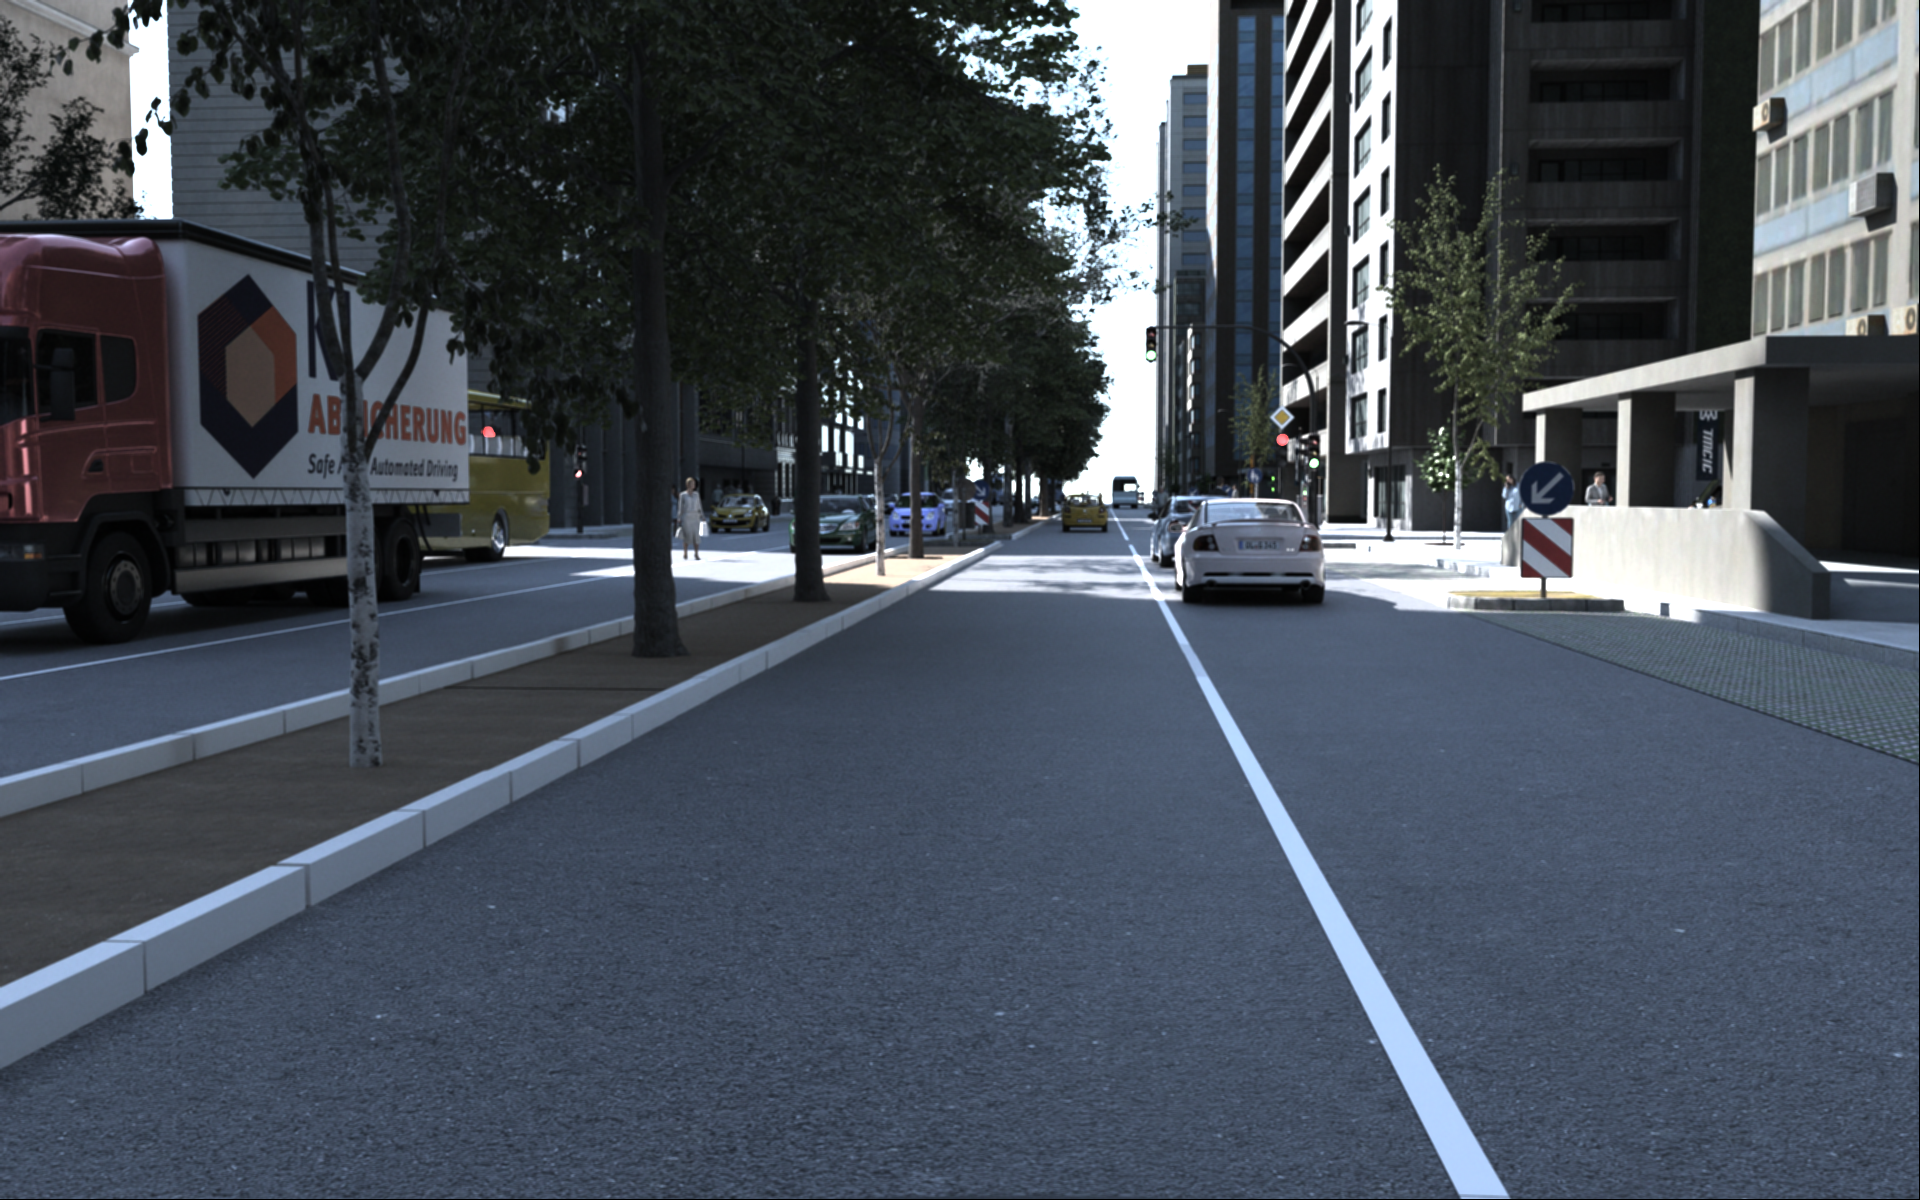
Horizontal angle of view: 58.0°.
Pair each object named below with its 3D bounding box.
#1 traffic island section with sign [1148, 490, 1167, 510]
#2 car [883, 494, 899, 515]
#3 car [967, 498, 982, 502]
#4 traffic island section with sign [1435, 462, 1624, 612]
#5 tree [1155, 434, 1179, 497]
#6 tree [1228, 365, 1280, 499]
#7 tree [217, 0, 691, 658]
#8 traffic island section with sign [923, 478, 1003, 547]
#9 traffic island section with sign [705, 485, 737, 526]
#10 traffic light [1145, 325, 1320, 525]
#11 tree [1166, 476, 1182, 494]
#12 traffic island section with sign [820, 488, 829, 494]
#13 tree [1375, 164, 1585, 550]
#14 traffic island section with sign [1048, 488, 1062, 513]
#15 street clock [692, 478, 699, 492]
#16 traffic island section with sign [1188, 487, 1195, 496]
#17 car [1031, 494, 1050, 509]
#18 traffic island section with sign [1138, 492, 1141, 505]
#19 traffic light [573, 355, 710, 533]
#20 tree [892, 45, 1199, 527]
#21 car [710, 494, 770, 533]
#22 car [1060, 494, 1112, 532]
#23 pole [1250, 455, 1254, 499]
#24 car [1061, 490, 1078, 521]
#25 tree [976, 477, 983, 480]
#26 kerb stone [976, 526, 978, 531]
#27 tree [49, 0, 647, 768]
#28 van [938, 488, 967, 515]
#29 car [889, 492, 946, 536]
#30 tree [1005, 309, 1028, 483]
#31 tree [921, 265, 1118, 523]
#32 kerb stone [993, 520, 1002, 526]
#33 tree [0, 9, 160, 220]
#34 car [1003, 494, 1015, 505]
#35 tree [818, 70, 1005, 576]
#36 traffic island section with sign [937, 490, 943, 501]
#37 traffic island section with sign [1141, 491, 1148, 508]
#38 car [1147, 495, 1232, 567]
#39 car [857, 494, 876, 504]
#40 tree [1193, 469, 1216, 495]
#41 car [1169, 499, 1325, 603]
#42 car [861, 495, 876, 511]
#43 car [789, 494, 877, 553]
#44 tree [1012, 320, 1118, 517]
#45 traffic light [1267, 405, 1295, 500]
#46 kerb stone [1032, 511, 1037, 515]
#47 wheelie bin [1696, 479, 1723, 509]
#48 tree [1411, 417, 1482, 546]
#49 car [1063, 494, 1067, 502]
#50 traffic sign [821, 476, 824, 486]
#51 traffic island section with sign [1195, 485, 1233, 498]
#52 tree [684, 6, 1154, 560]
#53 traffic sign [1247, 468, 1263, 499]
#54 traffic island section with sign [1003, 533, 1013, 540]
[{"bbox_3d":[18.024,-8.914,154.370,1.989,1.847,2.006,0,4,5],"label":"traffic island section with sign"},{"bbox_3d":[-4.573,-5.987,107.680,2.009,1.686,4.222,0,4,4],"label":"car"},{"bbox_3d":[0.930,-7.936,142.120,2.083,1.381,4.827,0,4,5],"label":"car"},{"bbox_3d":[7.128,-0.816,21.965,1.989,1.847,2.006,0,4,5],"label":"traffic island section with sign"},{"bbox_3d":[25.826,-16.085,213.348,4.737,8.622,4.395,0,3,0],"label":"tree"},{"bbox_3d":[17.171,-9.105,99.231,4.737,8.622,4.395,0,3,0],"label":"tree"},{"bbox_3d":[-2.601,-5.741,14.457,7.486,12.596,7.792,0,3,0],"label":"tree"},{"bbox_3d":[0.058,-2.422,47.735,2.006,1.907,1.989,0,4,5],"label":"traffic island section with sign"},{"bbox_3d":[-10.575,-4.310,79.104,1.989,1.847,2.006,0,4,5],"label":"traffic island section with sign"},{"bbox_3d":[7.357,-4.402,46.641,4.771,5.953,1.251,0,4,5],"label":"traffic light"},{"bbox_3d":[22.745,-11.537,183.224,1.663,3.219,1.824,0,3,0],"label":"tree"},{"bbox_3d":[-8.348,-5.957,106.017,1.989,1.847,2.006,0,4,5],"label":"traffic island section with sign"},{"bbox_3d":[11.577,-5.433,39.200,4.737,8.622,4.395,0,3,0],"label":"tree"},{"bbox_3d":[6.831,-7.454,130.004,2.006,1.907,1.989,0,4,5],"label":"traffic island section with sign"},{"bbox_3d":[-12.302,-4.616,80.042,0.471,2.002,0.358,3,4,36],"label":"street clock"},{"bbox_3d":[13.899,-5.849,104.252,1.989,1.847,2.006,0,4,5],"label":"traffic island section with sign"},{"bbox_3d":[7.979,-9.785,171.777,2.131,1.459,4.920,0,4,7],"label":"car"},{"bbox_3d":[24.744,-13.901,235.915,1.989,1.847,2.006,0,4,5],"label":"traffic island section with sign"},{"bbox_3d":[-10.291,-4.990,56.262,4.771,5.953,1.251,0,4,5],"label":"traffic light"},{"bbox_3d":[3.198,-13.096,72.458,12.611,20.169,13.585,0,3,0],"label":"tree"},{"bbox_3d":[-8.268,-3.355,65.083,2.015,1.641,3.980,0,4,3],"label":"car"},{"bbox_3d":[4.823,-3.443,66.524,2.015,1.641,3.980,0,4,5],"label":"car"},{"bbox_3d":[15.241,-5.902,90.344,0.158,3.312,0.155,0,3,0],"label":"pole"},{"bbox_3d":[6.459,-5.144,94.325,2.015,1.641,3.980,0,4,6],"label":"car"},{"bbox_3d":[4.132,-18.627,288.269,4.285,4.588,4.351,0,3,0],"label":"tree"},{"bbox_3d":[0.478,-2.649,65.500,0.120,0.150,1.000,0,4,5],"label":"kerb stone"},{"bbox_3d":[-3.121,-3.411,8.588,4.360,8.622,3.978,0,3,0],"label":"tree"},{"bbox_3d":[-0.449,-6.855,119.091,2.013,2.044,4.112,0,4,6],"label":"van"},{"bbox_3d":[-1.452,-3.081,59.964,1.945,1.707,3.694,0,4,5],"label":"car"},{"bbox_3d":[-0.111,-5.722,46.372,4.360,8.622,3.978,0,3,0],"label":"tree"},{"bbox_3d":[2.904,-10.107,84.716,9.611,12.733,9.660,0,3,0],"label":"tree"},{"bbox_3d":[1.740,-3.578,80.808,0.120,0.150,1.000,0,4,5],"label":"kerb stone"},{"bbox_3d":[-17.266,-5.885,30.638,7.601,10.594,8.767,1,4,9],"label":"tree"},{"bbox_3d":[5.879,-11.364,195.594,2.009,1.686,4.222,0,4,5],"label":"car"},{"bbox_3d":[-1.391,-4.705,29.751,4.360,8.622,3.978,0,3,0],"label":"tree"},{"bbox_3d":[-2.031,-10.654,182.813,1.989,1.847,2.006,0,4,5],"label":"traffic island section with sign"},{"bbox_3d":[20.232,-10.557,181.235,1.989,1.847,2.006,0,4,5],"label":"traffic island section with sign"},{"bbox_3d":[4.848,-1.420,35.212,2.014,1.417,4.499,0,4,3],"label":"car"},{"bbox_3d":[-5.523,-5.209,96.965,2.131,1.459,4.920,0,4,6],"label":"car"},{"bbox_3d":[19.061,-8.480,133.247,1.663,3.219,1.824,0,3,0],"label":"tree"},{"bbox_3d":[3.986,-0.725,24.221,2.083,1.381,4.827,0,4,5],"label":"car"},{"bbox_3d":[-4.427,-3.703,72.542,2.014,1.417,4.499,0,4,3],"label":"car"},{"bbox_3d":[-3.098,-1.928,43.322,2.131,1.459,4.920,0,4,4],"label":"car"},{"bbox_3d":[5.280,-12.107,107.061,9.857,13.997,8.962,0,3,0],"label":"tree"},{"bbox_3d":[10.104,-4.015,54.570,0.839,4.253,0.868,0,4,5],"label":"traffic light"},{"bbox_3d":[5.612,-6.459,127.793,0.120,0.150,1.000,0,4,5],"label":"kerb stone"},{"bbox_3d":[16.370,-1.814,37.562,0.693,1.594,0.980,1,4,11],"label":"wheelie bin"},{"bbox_3d":[12.152,-2.979,43.302,1.663,3.219,1.824,0,3,0],"label":"tree"},{"bbox_3d":[16.392,-16.277,276.354,2.015,1.641,3.980,0,4,3],"label":"car"},{"bbox_3d":[-9.344,-6.989,114.371,0.768,2.556,0.104,1,4,11],"label":"traffic sign"},{"bbox_3d":[11.693,-4.205,77.387,1.989,1.847,2.006,0,4,5],"label":"traffic island section with sign"},{"bbox_3d":[-0.991,-7.656,37.998,12.009,13.543,11.850,0,3,0],"label":"tree"},{"bbox_3d":[14.228,-5.112,83.689,0.768,2.556,0.104,0,4,8],"label":"traffic sign"},{"bbox_3d":[0.675,-2.873,55.117,2.006,1.907,1.989,0,4,5],"label":"traffic island section with sign"}]
